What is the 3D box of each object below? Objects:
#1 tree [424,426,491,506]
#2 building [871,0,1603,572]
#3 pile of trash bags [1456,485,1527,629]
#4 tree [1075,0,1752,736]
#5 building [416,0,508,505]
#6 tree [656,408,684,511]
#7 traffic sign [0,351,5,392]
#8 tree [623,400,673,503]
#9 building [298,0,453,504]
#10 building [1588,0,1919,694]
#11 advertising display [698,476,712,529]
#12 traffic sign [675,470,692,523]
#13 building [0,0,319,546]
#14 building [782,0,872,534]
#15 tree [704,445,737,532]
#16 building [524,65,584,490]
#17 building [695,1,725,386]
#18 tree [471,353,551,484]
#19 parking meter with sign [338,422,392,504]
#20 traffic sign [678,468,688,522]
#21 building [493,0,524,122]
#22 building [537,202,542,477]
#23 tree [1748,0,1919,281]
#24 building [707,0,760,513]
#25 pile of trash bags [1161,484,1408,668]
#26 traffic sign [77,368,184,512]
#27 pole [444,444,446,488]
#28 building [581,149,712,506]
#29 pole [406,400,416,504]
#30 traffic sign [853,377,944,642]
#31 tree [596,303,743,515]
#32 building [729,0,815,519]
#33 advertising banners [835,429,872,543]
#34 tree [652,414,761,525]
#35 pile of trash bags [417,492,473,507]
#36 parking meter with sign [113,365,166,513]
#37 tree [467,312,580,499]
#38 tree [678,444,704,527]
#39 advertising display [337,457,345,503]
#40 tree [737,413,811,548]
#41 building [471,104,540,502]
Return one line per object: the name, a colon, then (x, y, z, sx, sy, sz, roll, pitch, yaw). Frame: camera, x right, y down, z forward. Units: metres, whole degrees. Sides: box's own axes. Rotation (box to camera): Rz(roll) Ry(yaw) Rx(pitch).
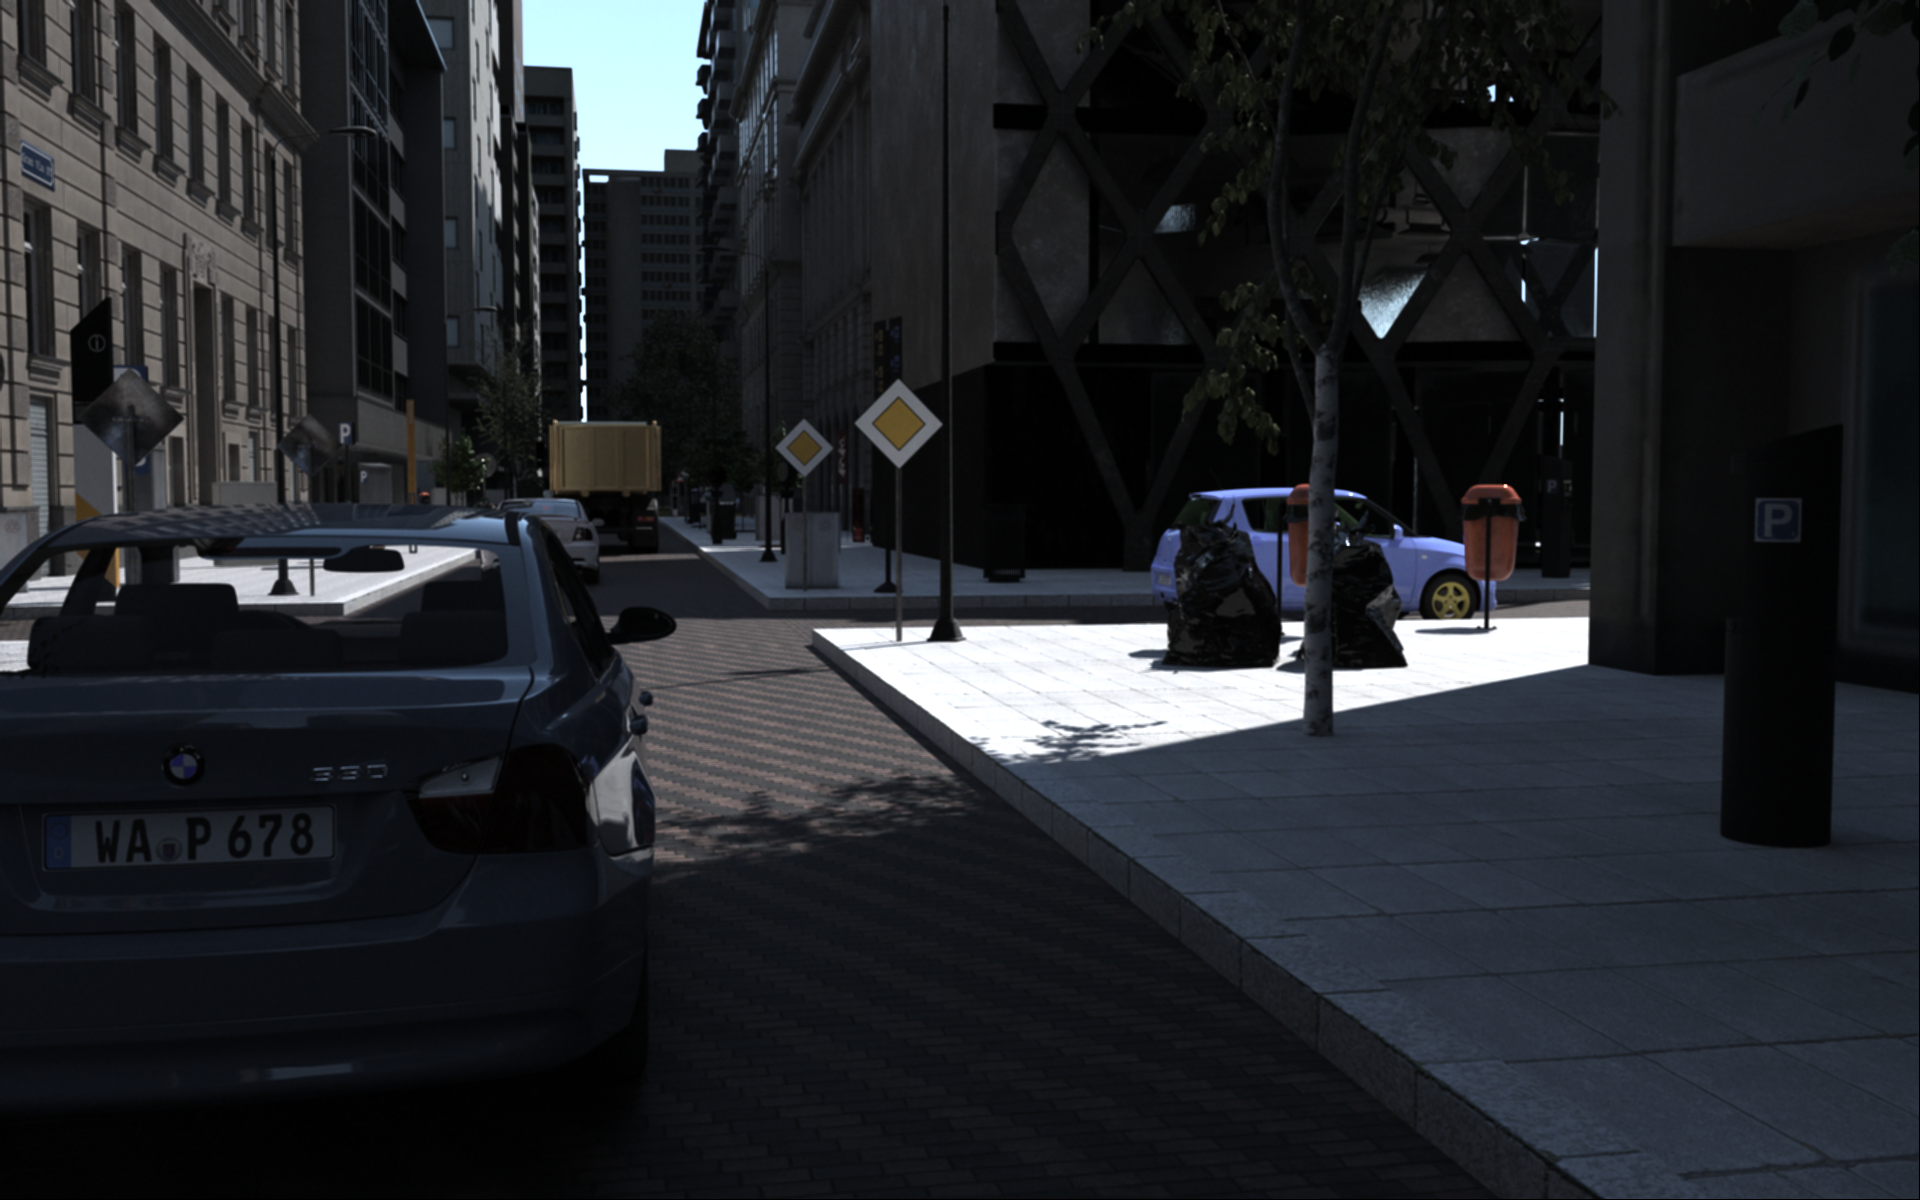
tree: (-14.109, -3.353, 49.420, 1.663, 3.219, 1.824, 0, 3, 0)
building: (7.634, -10.278, 35.492, 16.811, 18.784, 16.820, -1, 4, -11)
pile of trash bags: (6.413, -0.393, 16.176, 3.447, 1.369, 1.912, 1, 4, 21)
tree: (2.107, -3.594, 9.122, 4.737, 8.622, 4.395, 0, 3, 0)
building: (-42.493, -31.552, 105.113, 28.713, 52.752, 27.495, -1, 4, -11)
tree: (-21.495, -10.887, 128.366, 4.360, 8.622, 3.978, 0, 3, 0)
traffic sign: (-7.216, -0.750, 12.368, 0.768, 2.556, 0.104, 0, 4, -6)
tree: (-27.610, -13.521, 155.483, 7.601, 10.594, 8.767, -1, 4, -19)
building: (-27.145, -14.865, 62.116, 14.314, 24.678, 30.058, -1, 4, -11)
building: (17.188, -23.218, 3.312, 21.300, 48.544, 21.600, -1, 4, -11)
advertising display: (-9.037, -3.525, 62.841, 0.974, 1.923, 0.123, 1, 4, 15)
traffic sign: (-12.179, -4.693, 76.727, 0.884, 2.594, 0.081, 0, 4, -1)
building: (-21.297, -14.509, 34.486, 12.463, 27.353, 25.104, -1, 4, -11)
building: (1.347, -13.489, 62.346, 13.314, 21.916, 24.055, -1, 4, -11)
tree: (-7.446, -3.923, 58.739, 1.663, 3.219, 1.824, 0, 3, 0)
building: (-52.157, -34.487, 187.569, 21.600, 48.544, 21.300, -1, 4, -11)
building: (-12.368, -30.706, 156.667, 22.147, 44.769, 28.867, -1, 4, -11)
tree: (-22.859, -8.508, 89.462, 4.737, 8.622, 4.395, 0, 3, 0)
parking meter with sign: (-14.409, -2.844, 42.765, 0.543, 3.016, 1.738, 2, 4, 34)
traffic sign: (-12.721, -4.921, 80.570, 0.768, 2.556, 0.104, 0, 4, -7)
building: (-42.835, -30.030, 141.105, 14.600, 45.320, 14.200, -1, 4, -11)
building: (-45.594, -23.639, 158.198, 14.107, 30.474, 14.160, -1, 4, -11)
tree: (3.193, -1.200, 3.329, 4.285, 4.588, 4.351, 0, 3, 0)
building: (-6.917, -31.049, 127.255, 23.786, 49.044, 30.456, -1, 4, -11)
pile of trash bags: (2.752, -0.279, 14.312, 1.912, 1.369, 3.447, 1, 4, 16)
traffic sign: (-6.619, -0.625, 13.869, 0.795, 2.450, 0.064, -1, 4, -11)
pole: (-19.187, -4.338, 64.778, 0.158, 3.312, 0.155, 0, 3, 0)
building: (-30.920, -30.959, 198.056, 23.993, 40.220, 32.217, -1, 4, -11)
pole: (-11.869, -2.669, 37.486, 0.158, 3.312, 0.155, 0, 3, 0)
traffic sign: (-0.534, -0.696, 15.022, 0.795, 2.450, 0.064, -1, 4, -11)
tree: (-16.974, -11.433, 103.945, 9.611, 12.733, 9.660, 0, 3, 0)
building: (-4.424, -17.663, 86.055, 12.463, 27.353, 25.104, -1, 4, -11)
advertising banners: (-2.687, -3.053, 46.102, 0.090, 3.025, 2.074, -3, 5, -40)
tree: (-9.818, -5.351, 71.199, 4.285, 4.588, 4.351, 0, 3, 0)
pile of trash bags: (-26.093, -4.755, 87.492, 1.912, 1.369, 3.447, 1, 4, 23)
parking meter with sign: (-11.423, -1.715, 24.306, 0.543, 3.016, 1.738, -1, 4, -10)
tree: (-18.011, -7.367, 70.807, 4.360, 8.622, 3.978, 0, 3, 0)
tree: (-10.053, -4.422, 66.903, 1.663, 3.219, 1.824, 0, 3, 0)
advertising display: (-10.961, -1.559, 30.708, 0.123, 1.923, 0.974, -1, 4, -19)
tree: (-4.263, -2.876, 41.623, 1.663, 3.219, 1.824, 0, 3, 0)
building: (-38.976, -21.771, 127.661, 14.160, 30.474, 14.107, -1, 4, -11)
